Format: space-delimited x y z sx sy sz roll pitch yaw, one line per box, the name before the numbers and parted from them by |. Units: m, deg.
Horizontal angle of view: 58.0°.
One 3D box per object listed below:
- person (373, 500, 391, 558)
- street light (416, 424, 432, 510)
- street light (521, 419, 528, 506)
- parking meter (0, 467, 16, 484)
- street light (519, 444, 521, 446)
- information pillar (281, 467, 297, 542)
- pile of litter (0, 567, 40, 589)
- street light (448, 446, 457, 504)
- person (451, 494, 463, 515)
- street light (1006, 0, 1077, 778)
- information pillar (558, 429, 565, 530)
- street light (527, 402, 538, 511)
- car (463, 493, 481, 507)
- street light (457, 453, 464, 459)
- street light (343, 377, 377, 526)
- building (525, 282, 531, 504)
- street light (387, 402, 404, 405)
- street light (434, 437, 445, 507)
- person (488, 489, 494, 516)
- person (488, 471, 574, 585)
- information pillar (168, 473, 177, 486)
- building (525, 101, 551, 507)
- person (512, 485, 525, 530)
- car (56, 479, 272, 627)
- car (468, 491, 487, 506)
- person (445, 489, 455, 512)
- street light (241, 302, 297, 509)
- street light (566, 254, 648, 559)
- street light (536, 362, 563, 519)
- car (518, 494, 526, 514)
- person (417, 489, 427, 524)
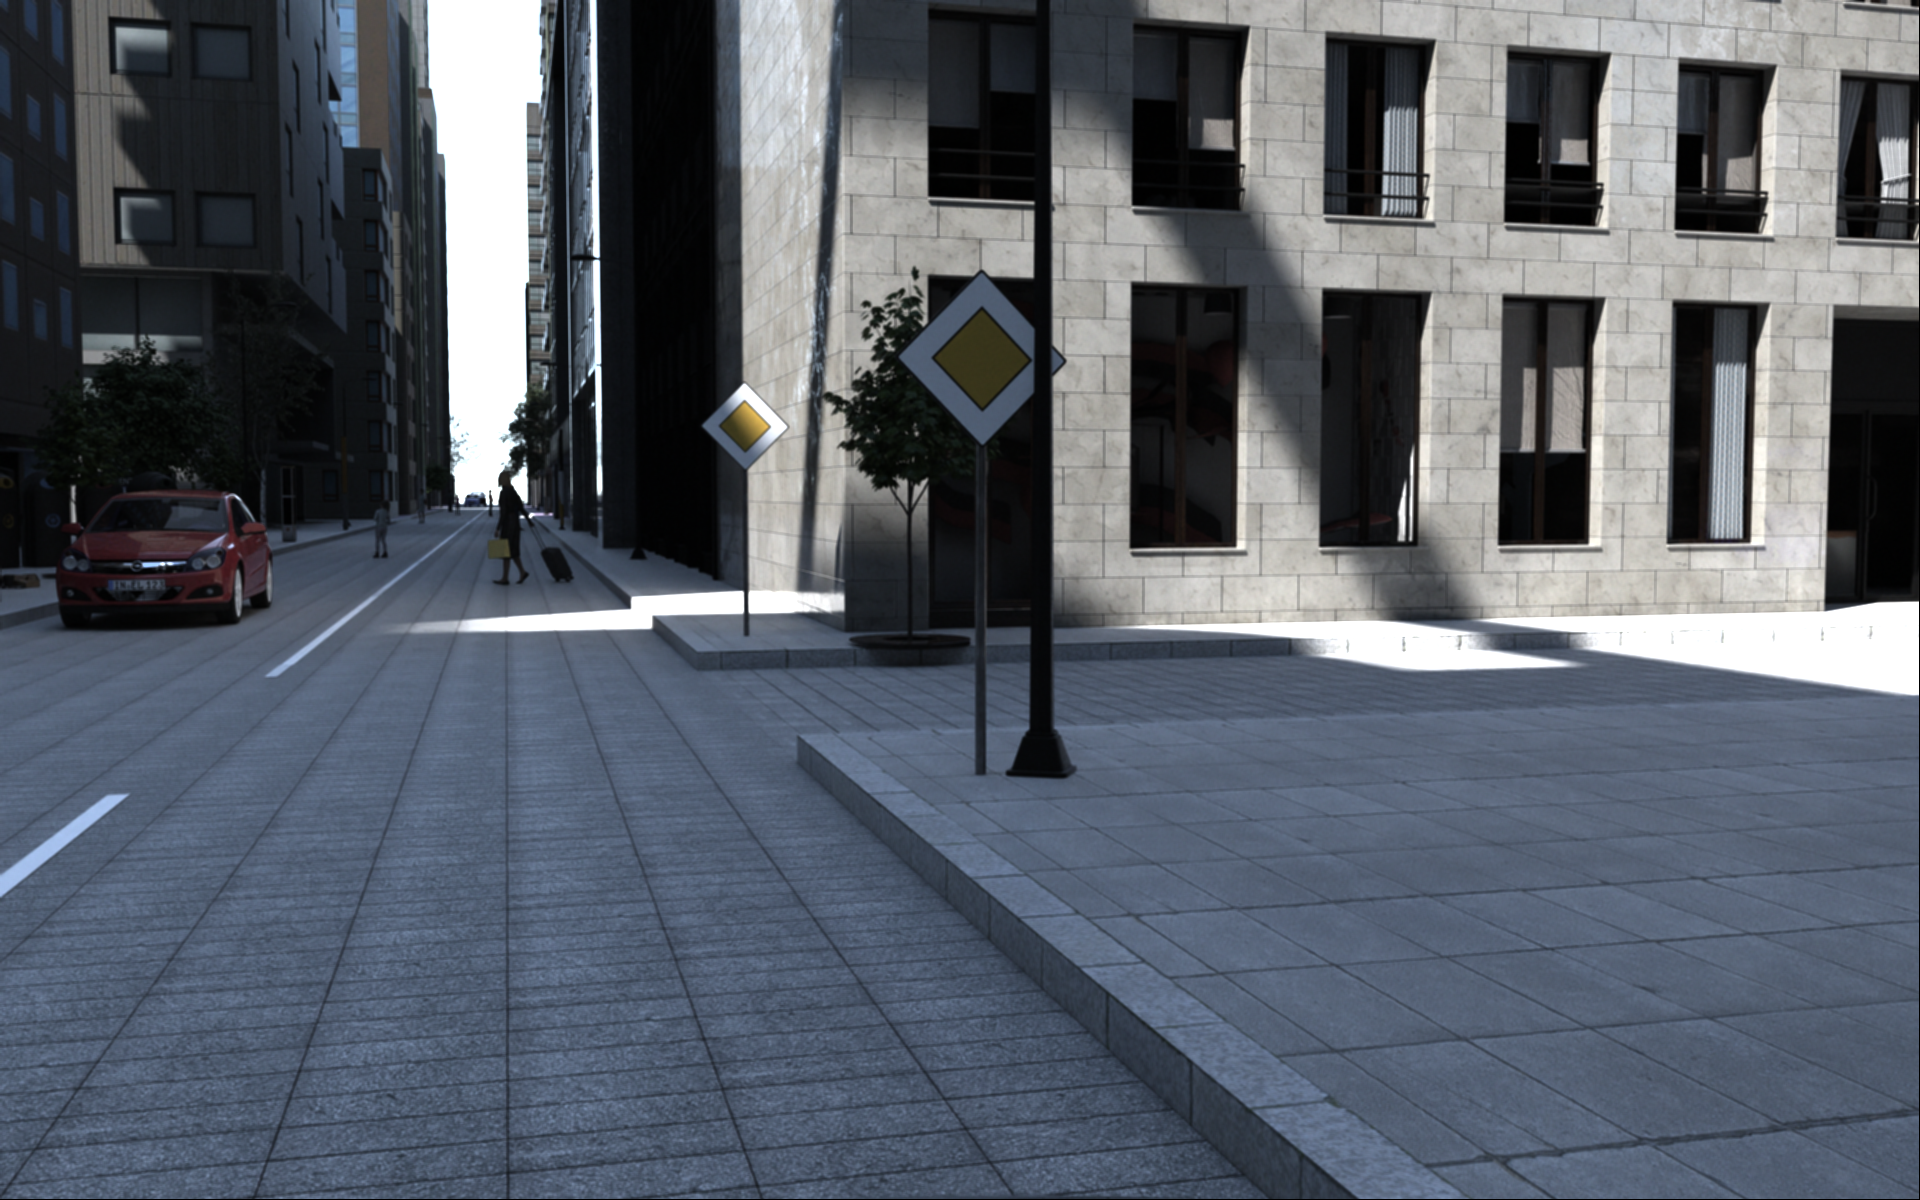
person | -13.033 -1.601 38.955 0.394 1.301 0.425 2 4 25
street light | -35.936 -8.700 114.786 1.470 5.913 1.316 -1 4 -15
street light | -26.234 -8.245 107.348 1.470 5.913 1.316 -1 4 -15
parking meter | -19.562 -1.820 35.467 0.399 1.863 0.255 0 4 -6
street light | -33.368 -9.909 134.549 1.470 5.913 1.316 -1 4 -15
information pillar | -18.021 -2.569 46.493 0.304 2.012 0.304 0 4 -7
pile of litter | -13.406 -0.612 23.974 1.176 0.858 1.719 -2 4 -35
street light | -49.948 -11.977 168.364 1.470 5.913 1.316 -1 4 -15
person | -34.191 -6.499 117.977 0.991 1.433 0.599 -3 5 -43
street light | -0.149 -2.148 7.665 1.470 5.913 1.316 -1 4 -15
information pillar | -14.433 -4.359 62.631 0.183 3.616 0.504 -1 4 -23
street light | -21.094 -7.065 88.049 1.470 5.913 1.316 -1 4 -15
car | -55.494 -11.458 196.931 1.945 1.707 3.694 -1 4 -15
street light | -57.060 -13.621 195.237 1.470 5.913 1.316 -1 4 -15
street light | -23.870 -5.891 68.860 1.470 5.913 1.316 -1 4 -15
building | -52.188 -28.462 237.062 14.160 30.474 14.107 -1 4 -15
street light | -28.870 -7.048 87.780 1.470 5.913 1.316 -1 4 -15
street light | -42.887 -10.342 141.638 1.470 5.913 1.316 -1 4 -15
person | -30.129 -6.255 111.474 0.721 1.736 1.217 0 4 -3
person | -6.893 -1.163 27.731 1.509 1.804 0.699 -3 5 -42
information pillar | -25.422 -3.138 55.793 0.304 2.012 0.304 -1 4 -8
building | -38.981 -30.689 185.352 14.154 41.232 14.086 -1 4 -15
person | -17.647 -3.660 68.518 0.721 1.800 0.419 0 4 8
car | -9.176 -0.682 20.187 2.155 1.783 4.494 -1 4 -15
car | -56.186 -11.807 201.714 2.281 1.827 5.304 -1 4 -14
person | -40.911 -7.983 139.106 1.350 1.814 0.705 2 4 32
street light | -16.760 -4.248 41.997 1.470 5.913 1.316 -1 4 -15
street light | -6.862 -3.748 33.820 1.470 5.913 1.316 -1 4 -15
street light | -14.086 -5.423 61.211 1.470 5.913 1.316 -1 4 -15
car | -32.984 -7.170 127.460 2.015 1.641 3.980 -1 4 -13
person | -26.249 -4.586 84.481 0.522 1.701 0.512 -1 4 -20
